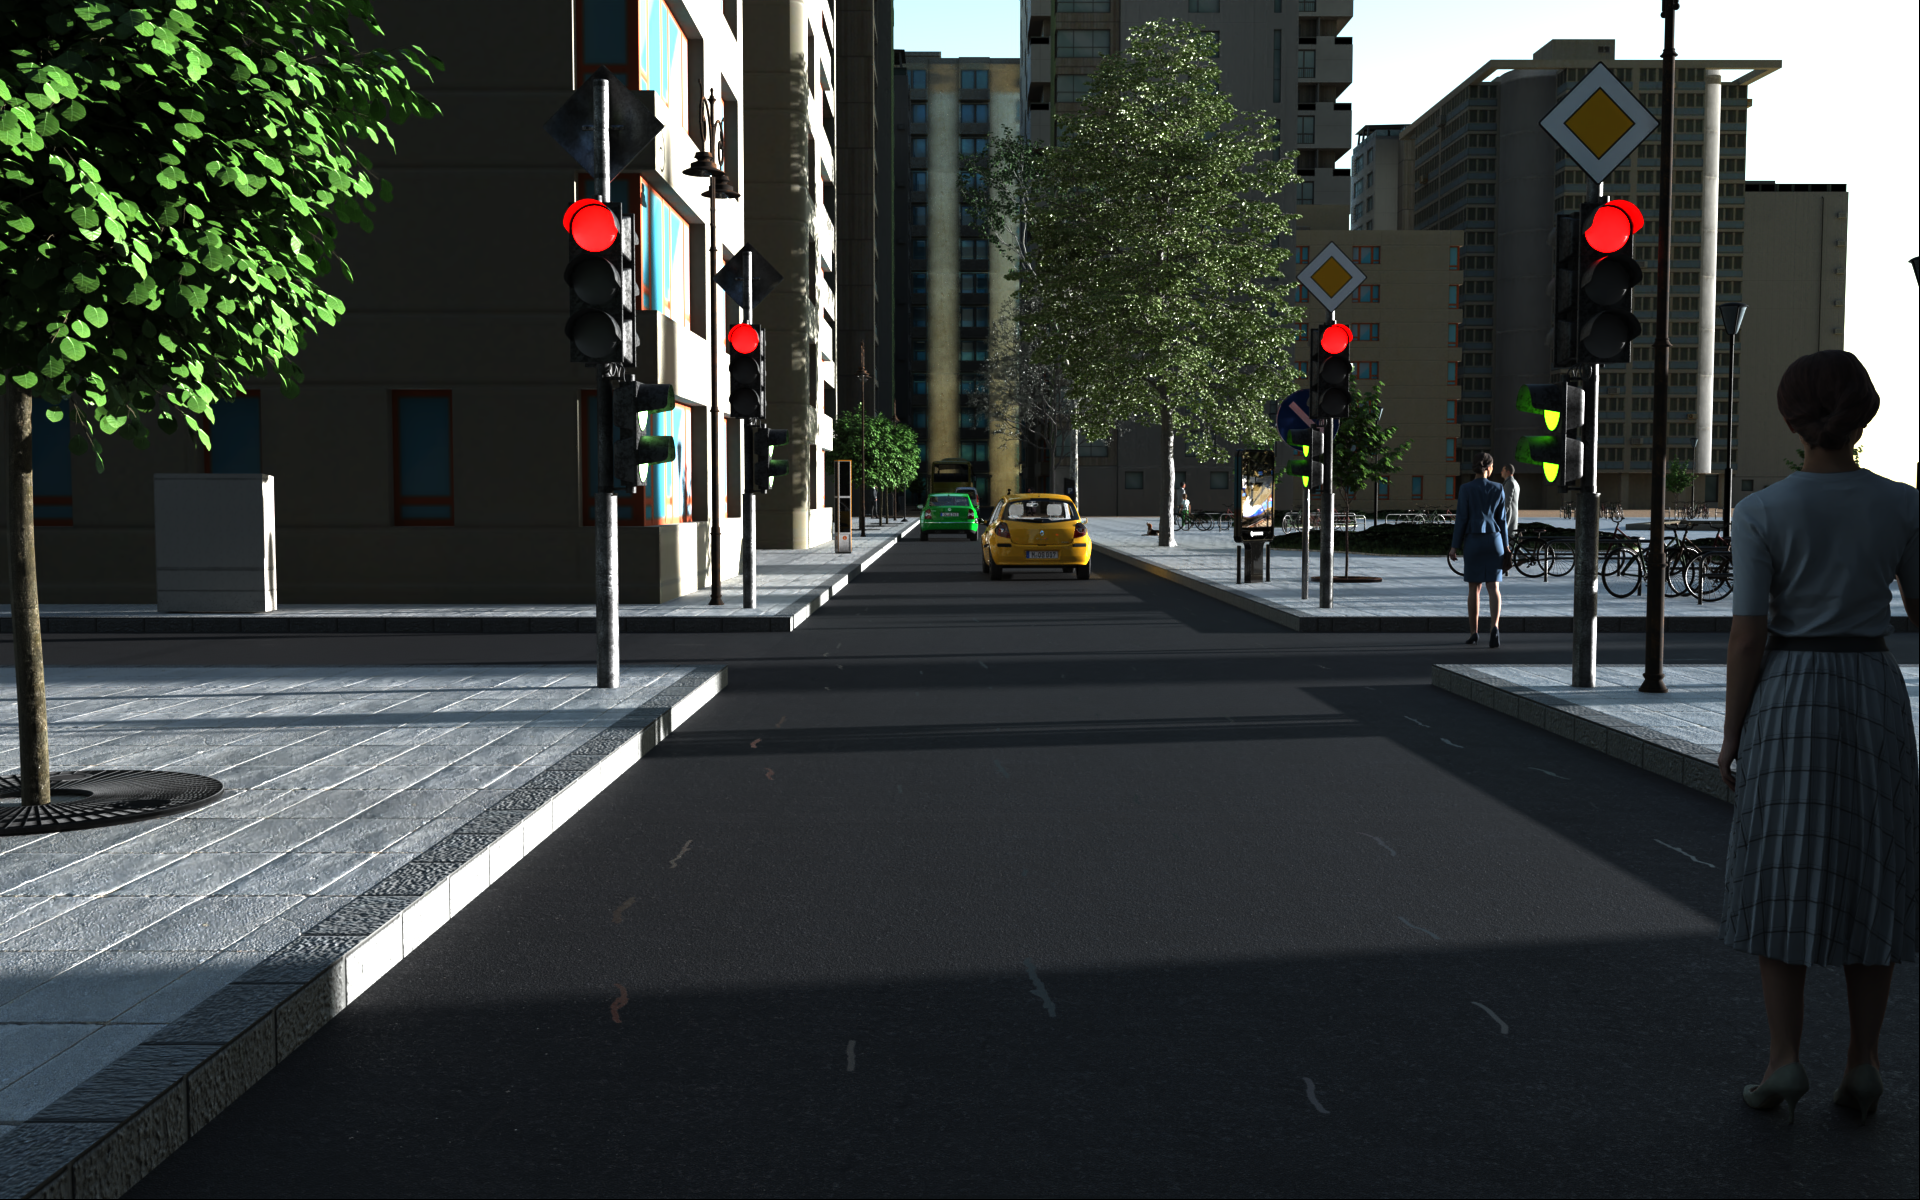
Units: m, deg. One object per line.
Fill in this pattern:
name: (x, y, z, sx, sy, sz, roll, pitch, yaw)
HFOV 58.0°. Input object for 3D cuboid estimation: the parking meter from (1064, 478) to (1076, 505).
parking meter: (3.938, -3.454, 62.190, 0.399, 1.863, 0.255, -1, 4, -9)

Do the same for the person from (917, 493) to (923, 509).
person: (-3.516, -9.001, 153.737, 0.721, 1.766, 1.217, -1, 4, -22)

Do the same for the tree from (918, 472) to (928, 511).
tree: (-3.385, -8.522, 133.931, 1.663, 3.219, 1.824, 0, 3, 0)

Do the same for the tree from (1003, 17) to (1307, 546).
tree: (4.676, -7.596, 42.315, 7.486, 12.596, 7.792, 0, 3, 0)

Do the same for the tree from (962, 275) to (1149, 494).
tree: (5.071, -11.171, 93.009, 12.009, 13.543, 11.850, 0, 3, 0)

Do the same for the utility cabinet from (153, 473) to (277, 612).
utility cabinet: (-8.029, -0.613, 18.696, 1.173, 1.500, 0.318, 0, 4, 1)

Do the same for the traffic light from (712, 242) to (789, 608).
traffic light: (-2.349, -1.863, 19.381, 0.839, 4.253, 0.868, 0, 4, 0)

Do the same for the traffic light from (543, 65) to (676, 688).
traffic light: (-2.321, -1.375, 11.396, 0.839, 4.253, 0.868, 0, 4, 0)

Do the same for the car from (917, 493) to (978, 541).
car: (-0.373, -2.787, 54.360, 1.959, 1.807, 4.718, 0, 4, -2)

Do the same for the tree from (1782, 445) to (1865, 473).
tree: (19.476, -2.724, 39.142, 1.663, 3.219, 1.824, 0, 3, 0)

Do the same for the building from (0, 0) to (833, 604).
building: (-17.375, -11.552, 33.920, 27.650, 21.520, 28.899, 0, 4, 0)

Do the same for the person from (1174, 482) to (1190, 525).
person: (9.251, -4.048, 72.496, 0.850, 1.792, 0.678, -2, 4, -25)

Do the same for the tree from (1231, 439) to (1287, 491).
tree: (8.993, -3.481, 51.510, 1.663, 3.219, 1.824, 0, 3, 0)

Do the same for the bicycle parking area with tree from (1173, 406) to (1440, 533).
bicycle parking area with tree: (12.218, -4.403, 58.998, 9.016, 4.147, 8.231, -1, 4, -16)

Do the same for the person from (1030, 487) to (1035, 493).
person: (4.623, -6.404, 111.409, 0.621, 1.740, 0.551, 1, 4, 15)

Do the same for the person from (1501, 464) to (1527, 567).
person: (9.647, -1.496, 30.600, 0.767, 1.812, 0.694, 2, 4, 27)

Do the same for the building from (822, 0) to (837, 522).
building: (-16.198, -27.115, 67.040, 21.300, 48.544, 21.600, 0, 4, 0)

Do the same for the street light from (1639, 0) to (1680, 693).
street light: (4.505, -2.342, 11.072, 0.468, 5.910, 1.993, 0, 4, 0)

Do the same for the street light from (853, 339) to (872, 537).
street light: (-2.916, -4.842, 51.954, 0.468, 5.910, 1.993, 0, 4, 0)

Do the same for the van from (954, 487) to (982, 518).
van: (0.344, -5.985, 104.863, 2.013, 2.044, 4.112, 0, 3, 0)

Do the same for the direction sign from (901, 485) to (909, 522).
direction sign: (-2.571, -5.401, 80.306, 0.379, 3.537, 0.876, 0, 4, -3)

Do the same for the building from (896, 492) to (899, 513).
building: (-14.583, -41.544, 117.497, 20.563, 71.187, 20.611, 0, 4, 0)

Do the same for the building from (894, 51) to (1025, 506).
building: (-5.063, -34.910, 190.386, 30.456, 49.044, 23.786, 0, 4, 0)

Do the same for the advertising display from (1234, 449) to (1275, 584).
advertising display: (4.251, -1.211, 25.018, 0.123, 1.923, 0.974, 3, 4, 39)

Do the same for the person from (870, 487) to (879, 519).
person: (-4.423, -5.186, 90.198, 0.474, 1.900, 0.648, -1, 4, -22)

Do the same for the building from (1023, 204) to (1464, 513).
building: (19.084, -17.312, 128.083, 27.650, 21.520, 28.899, 0, 4, 0)

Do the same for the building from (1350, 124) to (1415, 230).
building: (50.165, -30.711, 185.725, 14.086, 41.232, 14.154, 0, 4, 0)

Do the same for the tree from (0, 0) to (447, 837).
tree: (-3.764, -1.429, 7.081, 4.285, 4.588, 4.351, 0, 3, 0)

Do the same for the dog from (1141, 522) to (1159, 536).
dog: (5.982, -2.178, 53.353, 0.550, 0.427, 0.748, -2, 4, -32)

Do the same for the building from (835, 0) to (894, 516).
building: (-11.076, -25.536, 101.108, 14.154, 41.232, 14.086, 0, 4, 0)

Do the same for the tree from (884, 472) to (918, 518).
tree: (-3.594, -5.947, 91.827, 1.663, 3.219, 1.824, 0, 3, 0)

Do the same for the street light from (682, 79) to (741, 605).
street light: (-2.823, -2.880, 19.881, 0.468, 5.910, 1.993, 0, 4, 0)

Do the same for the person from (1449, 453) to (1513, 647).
person: (4.905, -0.475, 16.291, 0.581, 1.822, 0.654, 1, 4, 11)

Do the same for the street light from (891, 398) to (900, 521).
street light: (-3.143, -6.780, 83.640, 0.468, 5.910, 1.993, 0, 4, 0)

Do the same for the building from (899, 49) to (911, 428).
building: (-11.557, -29.273, 162.210, 14.086, 41.232, 14.154, 0, 4, 0)

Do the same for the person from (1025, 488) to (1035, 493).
person: (4.042, -5.680, 100.388, 0.593, 1.643, 0.415, 0, 4, -8)

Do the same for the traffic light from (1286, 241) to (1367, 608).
traffic light: (4.112, -1.865, 19.420, 0.839, 4.253, 0.868, 0, 4, 0)

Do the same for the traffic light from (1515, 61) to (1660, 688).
traffic light: (4.140, -1.377, 11.435, 0.839, 4.253, 0.868, 0, 4, 0)

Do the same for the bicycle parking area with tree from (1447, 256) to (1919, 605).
bicycle parking area with tree: (11.456, -2.235, 23.538, 9.016, 4.147, 8.231, 1, 4, 13)

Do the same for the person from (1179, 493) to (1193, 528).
person: (8.519, -3.358, 65.198, 0.590, 1.304, 0.306, 3, 5, 40)

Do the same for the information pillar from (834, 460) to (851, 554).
information pillar: (-2.530, -2.014, 37.413, 0.304, 2.012, 0.304, -1, 4, -19)

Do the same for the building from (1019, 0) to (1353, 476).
building: (19.231, -34.620, 155.274, 28.713, 52.752, 27.495, 0, 4, 0)

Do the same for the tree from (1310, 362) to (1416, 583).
tree: (5.834, -1.886, 25.442, 1.663, 3.219, 1.824, 0, 3, 0)

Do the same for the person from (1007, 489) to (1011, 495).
person: (3.993, -8.412, 144.404, 0.721, 1.723, 1.217, 0, 4, 7)

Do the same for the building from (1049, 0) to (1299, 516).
building: (12.442, -25.826, 105.849, 14.154, 41.232, 14.086, 0, 4, 0)

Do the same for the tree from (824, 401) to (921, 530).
tree: (-3.502, -4.759, 61.519, 4.285, 4.588, 4.351, 0, 3, 0)

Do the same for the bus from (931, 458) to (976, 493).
bus: (-0.433, -7.688, 117.239, 2.896, 3.916, 12.252, 0, 4, 1)

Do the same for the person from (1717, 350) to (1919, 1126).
person: (2.006, 0.308, 4.039, 0.480, 1.755, 0.524, 0, 4, 8)

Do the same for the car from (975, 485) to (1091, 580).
car: (1.285, -1.232, 30.364, 2.015, 1.641, 3.980, 0, 4, -2)

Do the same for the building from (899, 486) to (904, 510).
building: (-20.807, -27.470, 141.013, 32.217, 40.220, 23.993, 0, 4, 0)

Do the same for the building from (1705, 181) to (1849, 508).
building: (73.094, -23.960, 163.442, 14.107, 30.474, 14.160, 0, 4, 0)

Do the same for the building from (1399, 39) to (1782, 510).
building: (53.517, -28.262, 153.964, 23.993, 40.220, 32.217, 0, 4, 0)

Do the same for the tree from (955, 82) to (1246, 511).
tree: (6.506, -13.665, 79.313, 12.611, 20.169, 13.585, 0, 3, 0)

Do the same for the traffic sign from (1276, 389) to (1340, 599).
traffic sign: (4.213, -1.282, 21.074, 0.768, 2.556, 0.104, 0, 4, 1)

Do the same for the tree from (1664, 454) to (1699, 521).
tree: (34.371, -5.428, 83.346, 1.663, 3.219, 1.824, 0, 3, 0)
